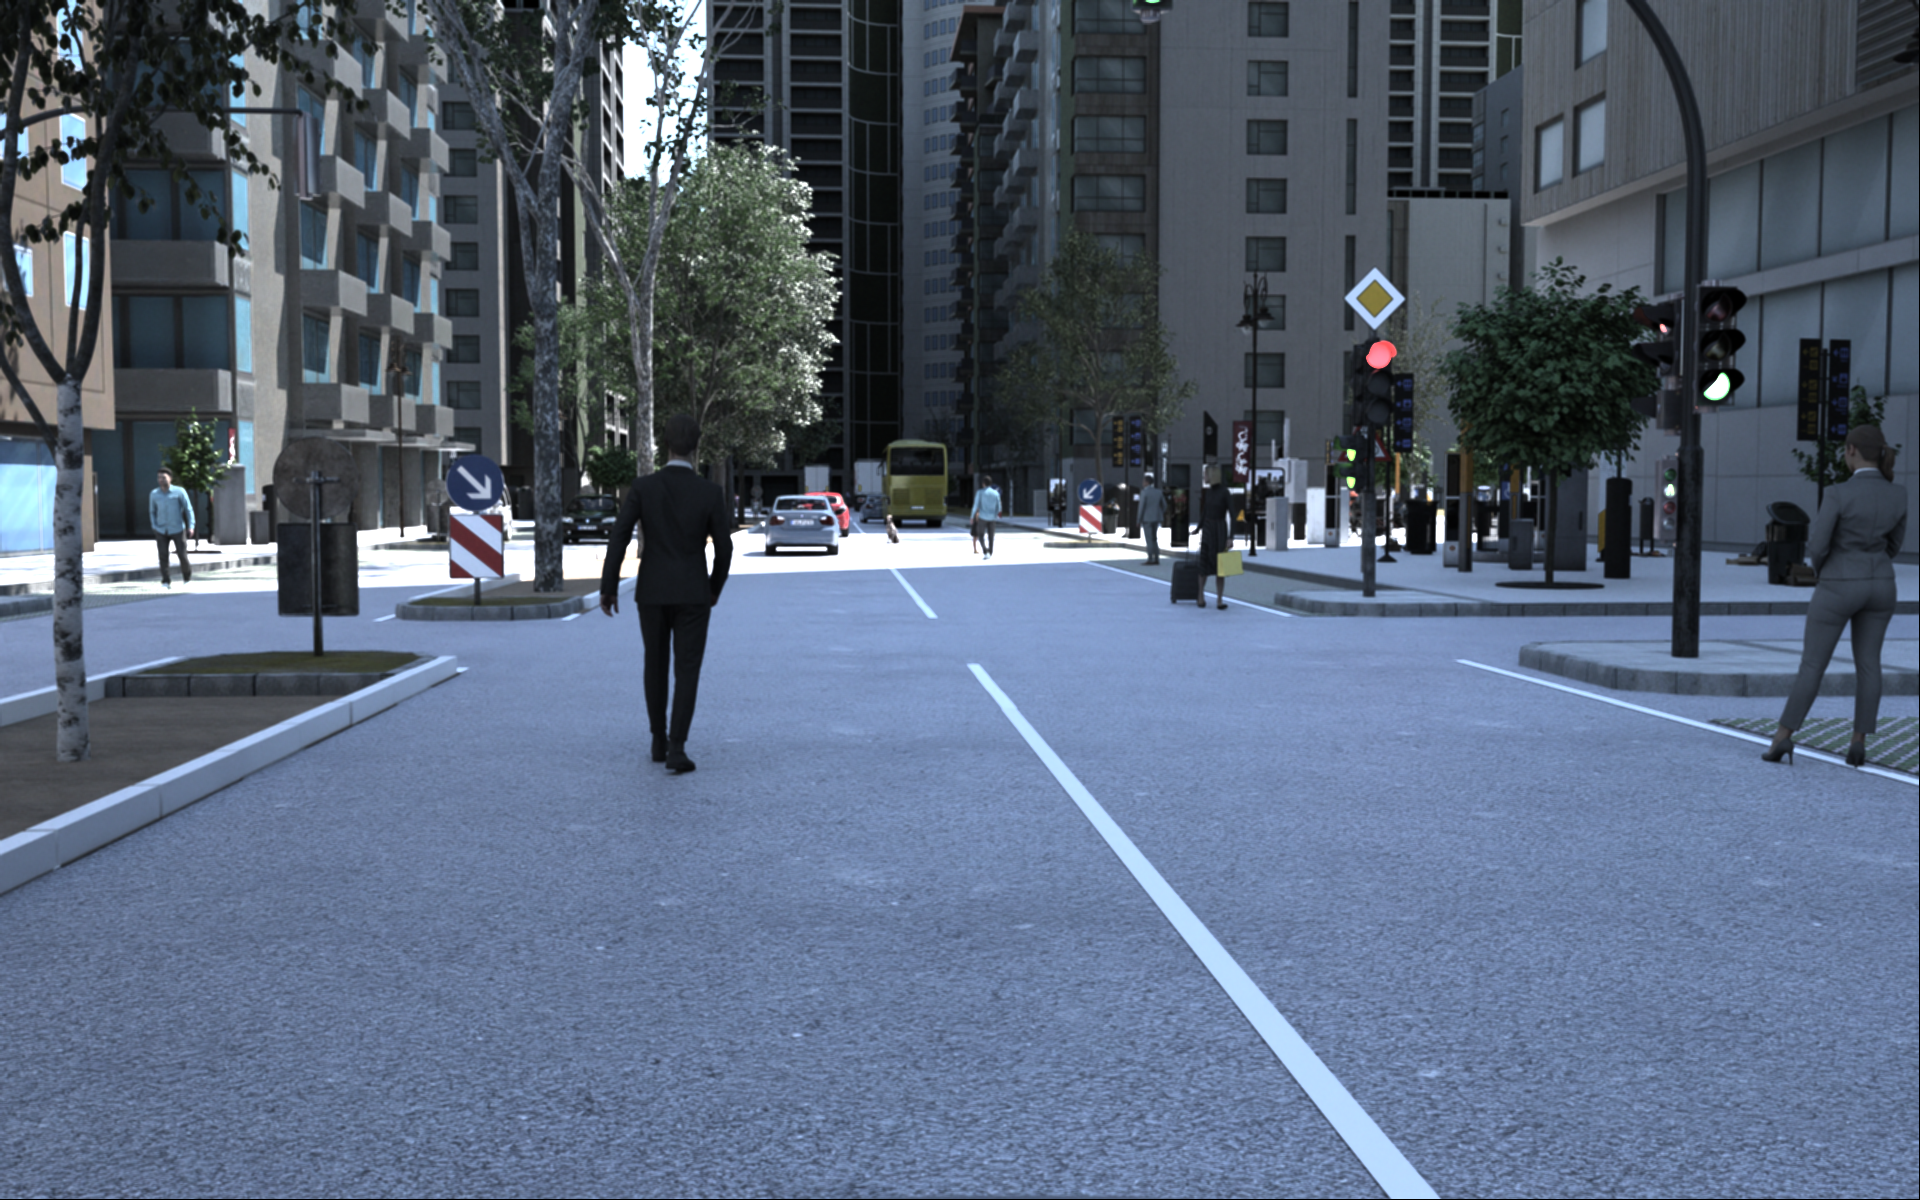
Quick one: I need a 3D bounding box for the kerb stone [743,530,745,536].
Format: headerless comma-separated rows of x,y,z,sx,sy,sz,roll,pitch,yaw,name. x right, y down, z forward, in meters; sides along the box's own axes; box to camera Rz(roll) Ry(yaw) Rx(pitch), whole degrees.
-7.350,-2.175,57.765,0.120,0.150,1.000,0,4,-4,kerb stone

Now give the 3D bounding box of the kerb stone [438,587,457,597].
-6.831,-0.039,22.825,0.120,0.150,1.000,0,4,-4,kerb stone

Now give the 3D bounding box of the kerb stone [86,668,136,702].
-6.038,0.617,12.103,0.120,0.150,1.000,0,4,-4,kerb stone

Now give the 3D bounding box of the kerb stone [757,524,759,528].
-8.197,-2.863,69.003,0.120,0.150,1.000,0,4,-4,kerb stone

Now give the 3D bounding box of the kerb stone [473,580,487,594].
-6.989,-0.164,24.874,0.120,0.150,1.000,0,4,-4,kerb stone

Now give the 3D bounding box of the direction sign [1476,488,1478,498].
24.556,-5.518,82.220,0.876,3.537,0.379,2,4,33,direction sign

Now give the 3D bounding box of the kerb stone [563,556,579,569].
-7.681,-0.727,34.080,0.120,0.150,1.000,0,4,-4,kerb stone

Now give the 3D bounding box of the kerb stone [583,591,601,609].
-4.673,0.017,21.961,0.120,0.150,1.000,0,4,-4,kerb stone

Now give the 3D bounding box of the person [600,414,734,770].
-1.512,-0.051,9.115,0.659,1.850,0.755,0,4,-2,person

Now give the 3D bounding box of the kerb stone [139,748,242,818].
-3.622,0.859,8.149,0.120,0.150,1.000,0,4,-4,kerb stone

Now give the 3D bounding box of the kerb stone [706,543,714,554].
-6.275,-1.293,43.433,0.120,0.150,1.000,0,4,-4,kerb stone

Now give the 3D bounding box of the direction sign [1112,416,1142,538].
4.852,-3.572,50.394,0.876,3.537,0.379,2,4,25,direction sign

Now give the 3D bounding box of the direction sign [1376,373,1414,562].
8.065,-2.484,32.618,0.876,3.537,0.379,1,4,19,direction sign

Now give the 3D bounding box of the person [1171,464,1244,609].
3.142,-0.813,22.016,0.699,1.804,1.509,0,4,-2,person

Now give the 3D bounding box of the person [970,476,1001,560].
0.584,-1.787,37.743,0.660,1.820,0.620,-2,4,-26,person

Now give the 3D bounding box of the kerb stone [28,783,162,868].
-3.548,0.922,7.124,0.120,0.150,1.000,0,4,-4,kerb stone

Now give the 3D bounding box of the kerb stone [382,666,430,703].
-3.937,0.609,12.234,0.120,0.150,1.000,0,4,-4,kerb stone

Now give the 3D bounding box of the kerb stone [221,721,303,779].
-3.707,0.797,9.167,0.120,0.150,1.000,0,4,-4,kerb stone

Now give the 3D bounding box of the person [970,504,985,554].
0.425,-1.725,41.373,0.373,1.253,0.362,0,4,-6,person

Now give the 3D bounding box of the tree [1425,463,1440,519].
23.592,-5.715,88.039,1.663,3.219,1.824,0,3,0,tree

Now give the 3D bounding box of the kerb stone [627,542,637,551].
-8.451,-1.348,44.293,0.120,0.150,1.000,0,4,-4,kerb stone

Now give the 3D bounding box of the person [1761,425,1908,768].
4.621,-0.022,9.140,0.520,1.790,0.573,-1,4,-23,person

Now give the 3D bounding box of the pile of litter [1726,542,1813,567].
14.553,-1.050,31.138,1.176,0.858,1.719,0,4,-4,pile of litter

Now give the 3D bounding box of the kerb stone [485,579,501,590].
-7.061,-0.226,25.894,0.120,0.150,1.000,0,4,-4,kerb stone

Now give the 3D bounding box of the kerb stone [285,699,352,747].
-3.789,0.735,10.188,0.120,0.150,1.000,0,4,-4,kerb stone

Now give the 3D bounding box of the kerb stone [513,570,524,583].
-7.224,-0.351,27.936,0.120,0.150,1.000,0,4,-4,kerb stone

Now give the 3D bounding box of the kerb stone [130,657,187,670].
-6.104,0.555,13.125,0.120,0.150,1.000,0,4,-4,kerb stone

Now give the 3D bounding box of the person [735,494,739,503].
-15.098,-6.492,117.882,0.697,1.427,0.421,0,4,7,person

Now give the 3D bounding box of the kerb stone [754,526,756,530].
-7.959,-2.676,65.942,0.120,0.150,1.000,0,4,-4,kerb stone

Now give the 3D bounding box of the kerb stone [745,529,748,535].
-7.499,-2.299,59.805,0.120,0.150,1.000,0,4,-4,kerb stone

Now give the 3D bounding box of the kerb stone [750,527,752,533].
-7.736,-2.484,62.876,0.120,0.150,1.000,0,4,-4,kerb stone

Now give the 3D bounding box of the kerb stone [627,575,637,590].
-4.977,-0.236,26.056,0.120,0.150,1.000,0,4,-4,kerb stone

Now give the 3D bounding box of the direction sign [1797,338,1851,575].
12.644,-2.044,25.409,0.876,3.537,0.379,-1,4,-16,direction sign

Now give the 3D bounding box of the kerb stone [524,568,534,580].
-7.302,-0.409,28.972,0.120,0.150,1.000,0,4,-4,kerb stone

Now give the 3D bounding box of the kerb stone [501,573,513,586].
-7.140,-0.288,26.913,0.120,0.150,1.000,0,4,-4,kerb stone

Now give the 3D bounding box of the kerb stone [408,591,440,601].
-6.760,0.024,21.803,0.120,0.150,1.000,0,4,-4,kerb stone

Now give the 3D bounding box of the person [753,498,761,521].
-10.590,-4.705,90.448,0.505,1.210,0.382,1,4,16,person

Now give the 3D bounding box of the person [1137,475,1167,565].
3.835,-1.601,34.783,0.635,1.810,0.391,-3,5,-41,person

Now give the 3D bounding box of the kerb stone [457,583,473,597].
-6.910,-0.101,23.855,0.120,0.150,1.000,0,4,-4,kerb stone

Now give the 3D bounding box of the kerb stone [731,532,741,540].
-7.198,-2.051,55.726,0.120,0.150,1.000,0,4,-4,kerb stone

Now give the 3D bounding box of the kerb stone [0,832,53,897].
-3.469,0.986,6.098,0.120,0.150,1.000,0,4,-4,kerb stone

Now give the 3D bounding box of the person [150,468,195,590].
-11.773,-1.065,25.924,0.660,1.820,0.620,-1,4,-8,person

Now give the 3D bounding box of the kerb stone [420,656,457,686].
-4.019,0.552,13.259,0.120,0.150,1.000,0,4,-4,kerb stone

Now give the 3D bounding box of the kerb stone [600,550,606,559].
-7.986,-0.977,38.166,0.120,0.150,1.000,0,4,-4,kerb stone

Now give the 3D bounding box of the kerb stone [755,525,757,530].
-8.035,-2.738,66.961,0.120,0.150,1.000,0,4,-4,kerb stone

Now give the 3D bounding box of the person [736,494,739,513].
-16.759,-7.236,130.032,0.599,1.433,0.991,0,4,-4,person

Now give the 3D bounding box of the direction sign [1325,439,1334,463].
15.269,-4.871,71.637,0.379,3.537,0.876,2,4,31,direction sign

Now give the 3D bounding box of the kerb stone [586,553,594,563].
-7.827,-0.850,36.127,0.120,0.150,1.000,0,4,-4,kerb stone

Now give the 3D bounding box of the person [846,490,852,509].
-10.910,-9.932,170.754,0.599,1.838,0.709,-1,4,-14,person

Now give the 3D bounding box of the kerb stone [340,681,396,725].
-3.855,0.672,11.211,0.120,0.150,1.000,0,4,-4,kerb stone

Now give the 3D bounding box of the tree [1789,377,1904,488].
14.596,-2.045,28.032,1.663,3.219,1.824,0,3,0,tree

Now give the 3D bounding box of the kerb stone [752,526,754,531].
-7.884,-2.613,64.922,0.120,0.150,1.000,0,4,-4,kerb stone

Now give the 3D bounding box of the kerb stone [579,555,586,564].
-7.757,-0.790,35.105,0.120,0.150,1.000,0,4,-4,kerb stone

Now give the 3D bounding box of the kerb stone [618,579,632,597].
-4.895,-0.174,25.035,0.120,0.150,1.000,0,4,-4,kerb stone

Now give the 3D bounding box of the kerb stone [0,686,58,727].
-5.962,0.680,11.084,0.120,0.150,1.000,0,4,-4,kerb stone

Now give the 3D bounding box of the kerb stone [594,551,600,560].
-7.913,-0.914,37.146,0.120,0.150,1.000,0,4,-4,kerb stone

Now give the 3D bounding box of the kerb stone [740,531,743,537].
-7.277,-2.113,56.745,0.120,0.150,1.000,0,4,-4,kerb stone
